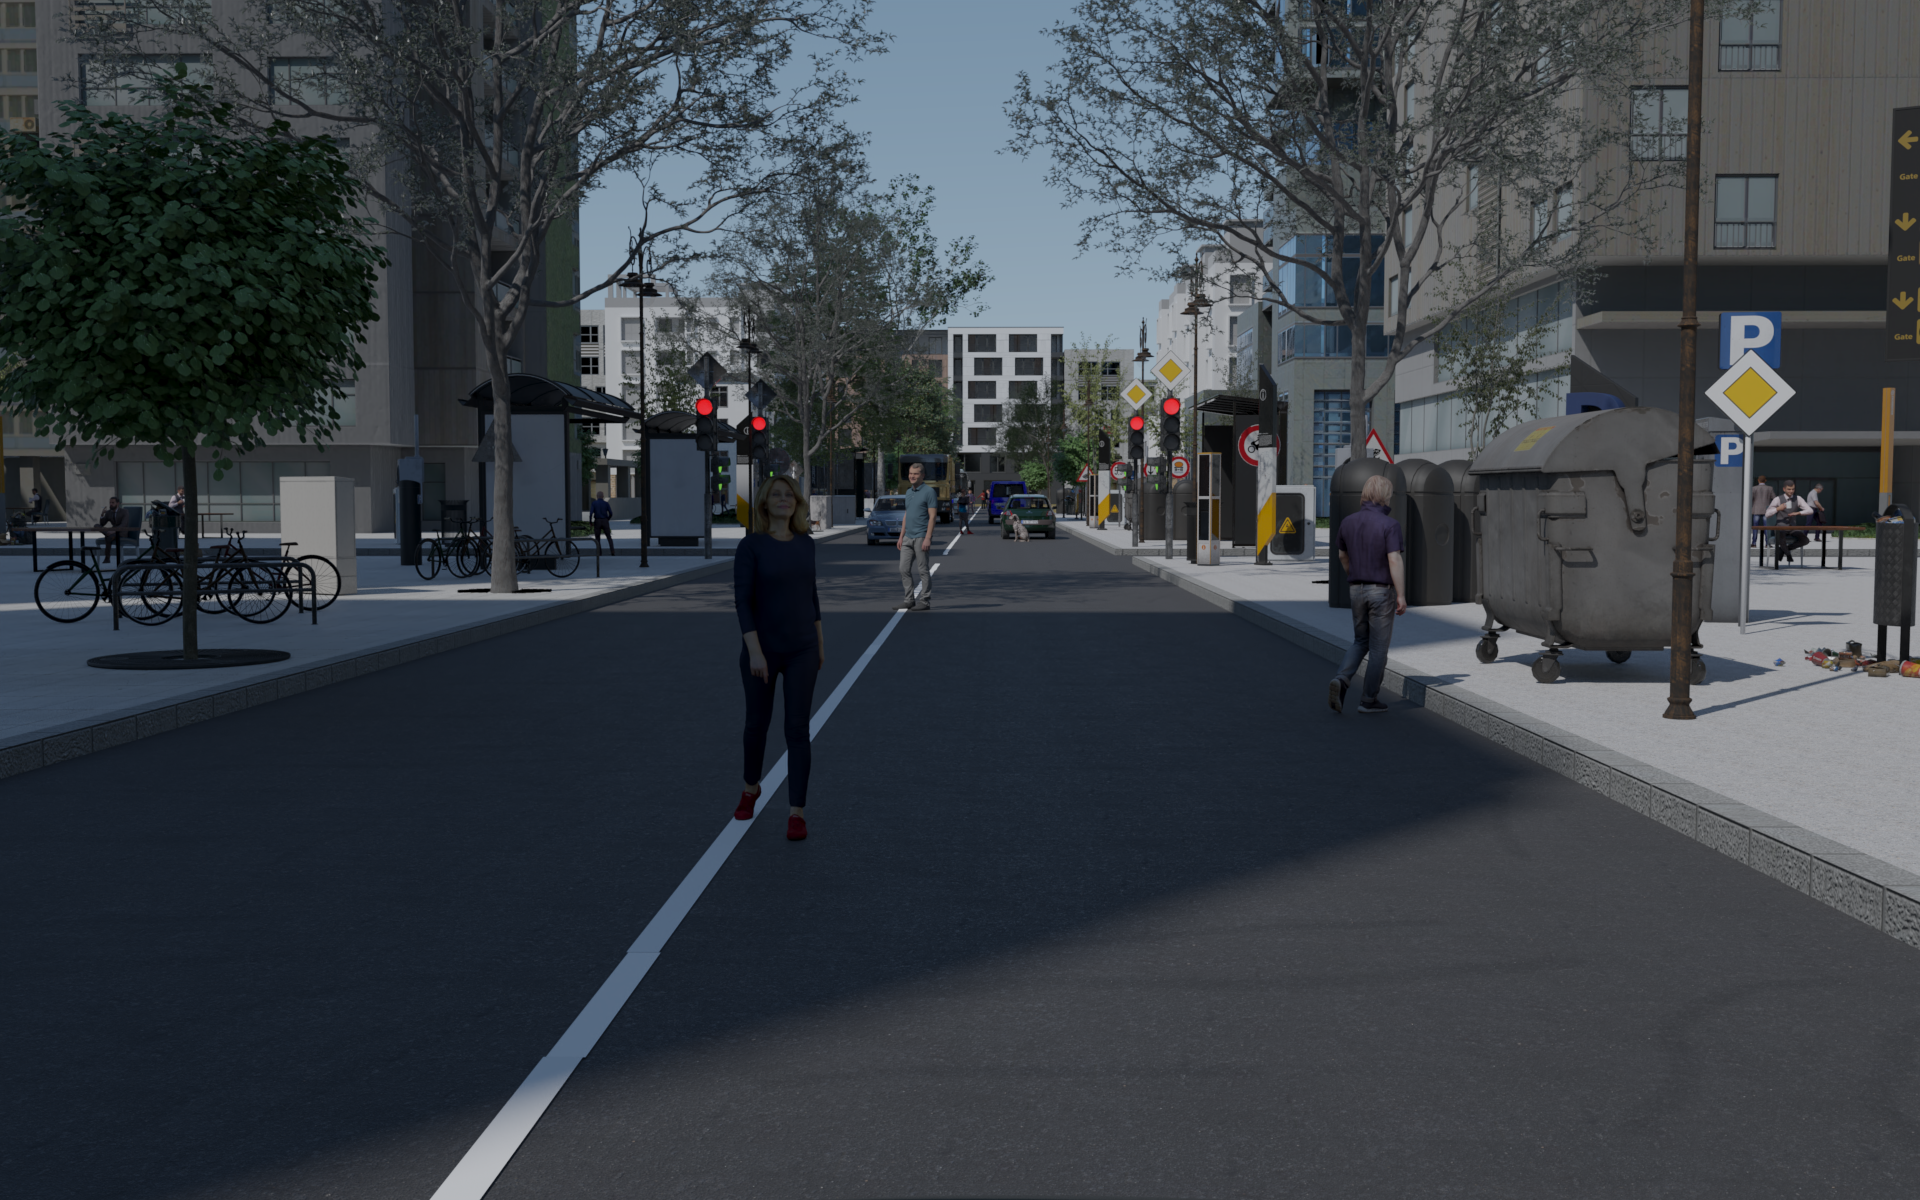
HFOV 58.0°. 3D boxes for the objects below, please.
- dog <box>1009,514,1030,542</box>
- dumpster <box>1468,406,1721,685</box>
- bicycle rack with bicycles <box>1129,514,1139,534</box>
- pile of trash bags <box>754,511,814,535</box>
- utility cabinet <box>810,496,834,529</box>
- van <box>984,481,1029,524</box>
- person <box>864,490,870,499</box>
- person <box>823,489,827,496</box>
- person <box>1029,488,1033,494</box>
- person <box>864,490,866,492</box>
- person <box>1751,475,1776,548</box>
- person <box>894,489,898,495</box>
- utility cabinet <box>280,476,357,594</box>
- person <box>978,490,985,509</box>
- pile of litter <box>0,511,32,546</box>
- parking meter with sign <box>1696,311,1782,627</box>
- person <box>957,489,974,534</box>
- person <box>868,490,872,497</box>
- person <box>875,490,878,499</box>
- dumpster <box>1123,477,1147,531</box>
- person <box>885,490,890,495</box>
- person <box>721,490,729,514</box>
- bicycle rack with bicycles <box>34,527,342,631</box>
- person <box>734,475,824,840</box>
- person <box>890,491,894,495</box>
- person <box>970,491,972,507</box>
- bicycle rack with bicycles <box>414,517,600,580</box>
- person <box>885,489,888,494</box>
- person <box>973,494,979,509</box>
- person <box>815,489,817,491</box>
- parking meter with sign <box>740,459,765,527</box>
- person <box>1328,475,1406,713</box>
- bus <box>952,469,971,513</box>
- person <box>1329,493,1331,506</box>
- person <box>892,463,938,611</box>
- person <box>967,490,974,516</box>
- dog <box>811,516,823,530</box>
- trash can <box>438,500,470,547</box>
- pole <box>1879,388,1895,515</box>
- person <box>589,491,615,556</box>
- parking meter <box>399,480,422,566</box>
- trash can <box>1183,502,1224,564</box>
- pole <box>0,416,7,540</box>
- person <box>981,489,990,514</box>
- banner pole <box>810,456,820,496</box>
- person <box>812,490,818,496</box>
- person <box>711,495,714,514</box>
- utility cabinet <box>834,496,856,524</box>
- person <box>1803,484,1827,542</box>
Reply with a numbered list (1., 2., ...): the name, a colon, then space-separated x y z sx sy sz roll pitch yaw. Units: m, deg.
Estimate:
1. dog: 1.881 -2.174 52.375 0.513 0.831 0.800 -2 4 -29
2. dumpster: 4.486 -0.403 12.345 1.264 1.857 1.865 0 4 1
3. bicycle rack with bicycles: 6.941 -2.614 56.122 2.925 0.926 2.852 0 4 -5
4. pile of trash bags: -5.959 -2.812 55.723 1.912 1.369 3.447 -1 4 -20
5. utility cabinet: -5.210 -3.233 64.020 1.020 1.237 0.306 3 5 40
6. van: 2.324 -4.911 84.677 2.240 2.365 5.245 0 4 0
7. person: -6.498 -6.954 120.668 0.541 1.710 0.530 3 5 40
8. person: -11.919 -9.124 156.015 1.217 1.735 0.721 -2 4 -34
9. person: 7.080 -10.393 175.598 0.705 1.869 1.348 3 4 38
10. person: -8.566 -9.208 157.116 0.721 1.766 1.217 2 4 33
11. person: 19.113 -2.107 41.313 0.655 1.722 0.431 2 4 26
12. person: -5.636 -9.228 157.711 1.217 1.735 0.721 -1 4 -10
13. utility cabinet: -8.212 -0.826 22.185 1.173 1.500 0.318 3 4 36
14. person: 2.186 -9.432 162.657 1.348 1.831 0.705 -1 4 -19
15. pile of litter: -23.915 -1.802 43.434 1.176 0.858 1.719 0 4 8
16. parking meter with sign: 7.727 -1.297 17.472 0.543 3.016 1.738 1 4 12
17. person: 0.183 -3.140 61.714 0.647 1.594 0.662 3 4 37
18. person: -10.261 -11.438 193.779 0.721 1.736 1.217 -3 5 -41
19. person: -8.433 -10.472 178.041 0.721 1.735 1.217 3 4 36
20. dumpster: 6.424 -3.383 61.067 1.264 1.857 1.865 0 4 1
21. person: -6.697 -9.557 162.858 0.990 1.755 0.434 1 4 19
22. person: -13.146 -5.397 96.819 0.613 1.512 0.480 -1 4 -14
23. bicycle rack with bicycles: -7.716 -0.252 17.496 2.925 0.926 2.852 -2 4 -24
24. person: -0.808 0.223 7.391 0.480 1.512 0.613 -3 5 -45
25. person: -4.920 -7.368 126.598 0.705 1.812 1.348 0 4 -6
26. person: 1.188 -10.989 188.311 0.705 1.807 1.348 0 4 3
27. bicycle rack with bicycles: -7.020 -0.804 26.521 2.852 0.926 2.925 3 5 41
28. person: -7.378 -10.322 174.888 0.705 1.814 1.350 1 4 9
29. person: 1.315 -9.455 166.320 0.991 1.433 0.599 1 4 15
30. person: -13.941 -9.719 165.756 0.742 1.727 0.445 3 4 38
31. parking meter with sign: -7.970 -4.338 67.192 0.543 3.016 1.738 1 4 20
32. person: 2.627 -0.041 11.377 0.471 1.553 0.569 0 4 -5
33. bus: -0.749 -8.034 126.222 2.948 3.499 13.247 0 4 0
34. person: 12.480 -2.926 57.119 0.776 1.435 0.726 3 5 42
35. person: -0.560 -0.779 21.361 0.434 1.807 0.598 -2 4 -30
36. person: 0.653 -6.423 114.439 0.541 1.710 0.530 2 4 35
37. dog: -5.194 -2.745 61.714 0.540 0.507 0.406 -1 4 -14
38. trash can: -12.207 -1.843 41.784 0.748 1.137 0.748 0 3 0
39. pole: 17.844 -2.417 33.361 0.158 3.312 0.155 0 3 0
40. person: -7.947 -1.681 38.684 0.574 1.496 0.600 0 4 3
41. parking meter: -9.888 -1.392 31.176 0.372 1.533 0.369 0 3 0
42. trash can: 4.470 -1.233 31.819 0.748 1.137 0.748 0 3 0
43. pole: -25.153 -3.154 45.418 0.158 3.312 0.155 0 3 0
44. person: 1.857 -6.867 121.301 0.750 1.759 0.617 -1 4 -16
45. banner pole: -6.952 -5.715 83.463 0.863 3.779 0.401 3 5 44
46. person: -6.922 -4.518 82.601 0.574 1.496 0.600 -2 4 -33
47. person: -7.088 -2.433 48.199 0.453 1.535 0.546 -3 4 -37
48. utility cabinet: -5.001 -3.860 74.266 1.020 1.237 0.306 0 4 1
49. person: 22.891 -2.332 46.389 0.590 1.554 0.614 2 4 25
